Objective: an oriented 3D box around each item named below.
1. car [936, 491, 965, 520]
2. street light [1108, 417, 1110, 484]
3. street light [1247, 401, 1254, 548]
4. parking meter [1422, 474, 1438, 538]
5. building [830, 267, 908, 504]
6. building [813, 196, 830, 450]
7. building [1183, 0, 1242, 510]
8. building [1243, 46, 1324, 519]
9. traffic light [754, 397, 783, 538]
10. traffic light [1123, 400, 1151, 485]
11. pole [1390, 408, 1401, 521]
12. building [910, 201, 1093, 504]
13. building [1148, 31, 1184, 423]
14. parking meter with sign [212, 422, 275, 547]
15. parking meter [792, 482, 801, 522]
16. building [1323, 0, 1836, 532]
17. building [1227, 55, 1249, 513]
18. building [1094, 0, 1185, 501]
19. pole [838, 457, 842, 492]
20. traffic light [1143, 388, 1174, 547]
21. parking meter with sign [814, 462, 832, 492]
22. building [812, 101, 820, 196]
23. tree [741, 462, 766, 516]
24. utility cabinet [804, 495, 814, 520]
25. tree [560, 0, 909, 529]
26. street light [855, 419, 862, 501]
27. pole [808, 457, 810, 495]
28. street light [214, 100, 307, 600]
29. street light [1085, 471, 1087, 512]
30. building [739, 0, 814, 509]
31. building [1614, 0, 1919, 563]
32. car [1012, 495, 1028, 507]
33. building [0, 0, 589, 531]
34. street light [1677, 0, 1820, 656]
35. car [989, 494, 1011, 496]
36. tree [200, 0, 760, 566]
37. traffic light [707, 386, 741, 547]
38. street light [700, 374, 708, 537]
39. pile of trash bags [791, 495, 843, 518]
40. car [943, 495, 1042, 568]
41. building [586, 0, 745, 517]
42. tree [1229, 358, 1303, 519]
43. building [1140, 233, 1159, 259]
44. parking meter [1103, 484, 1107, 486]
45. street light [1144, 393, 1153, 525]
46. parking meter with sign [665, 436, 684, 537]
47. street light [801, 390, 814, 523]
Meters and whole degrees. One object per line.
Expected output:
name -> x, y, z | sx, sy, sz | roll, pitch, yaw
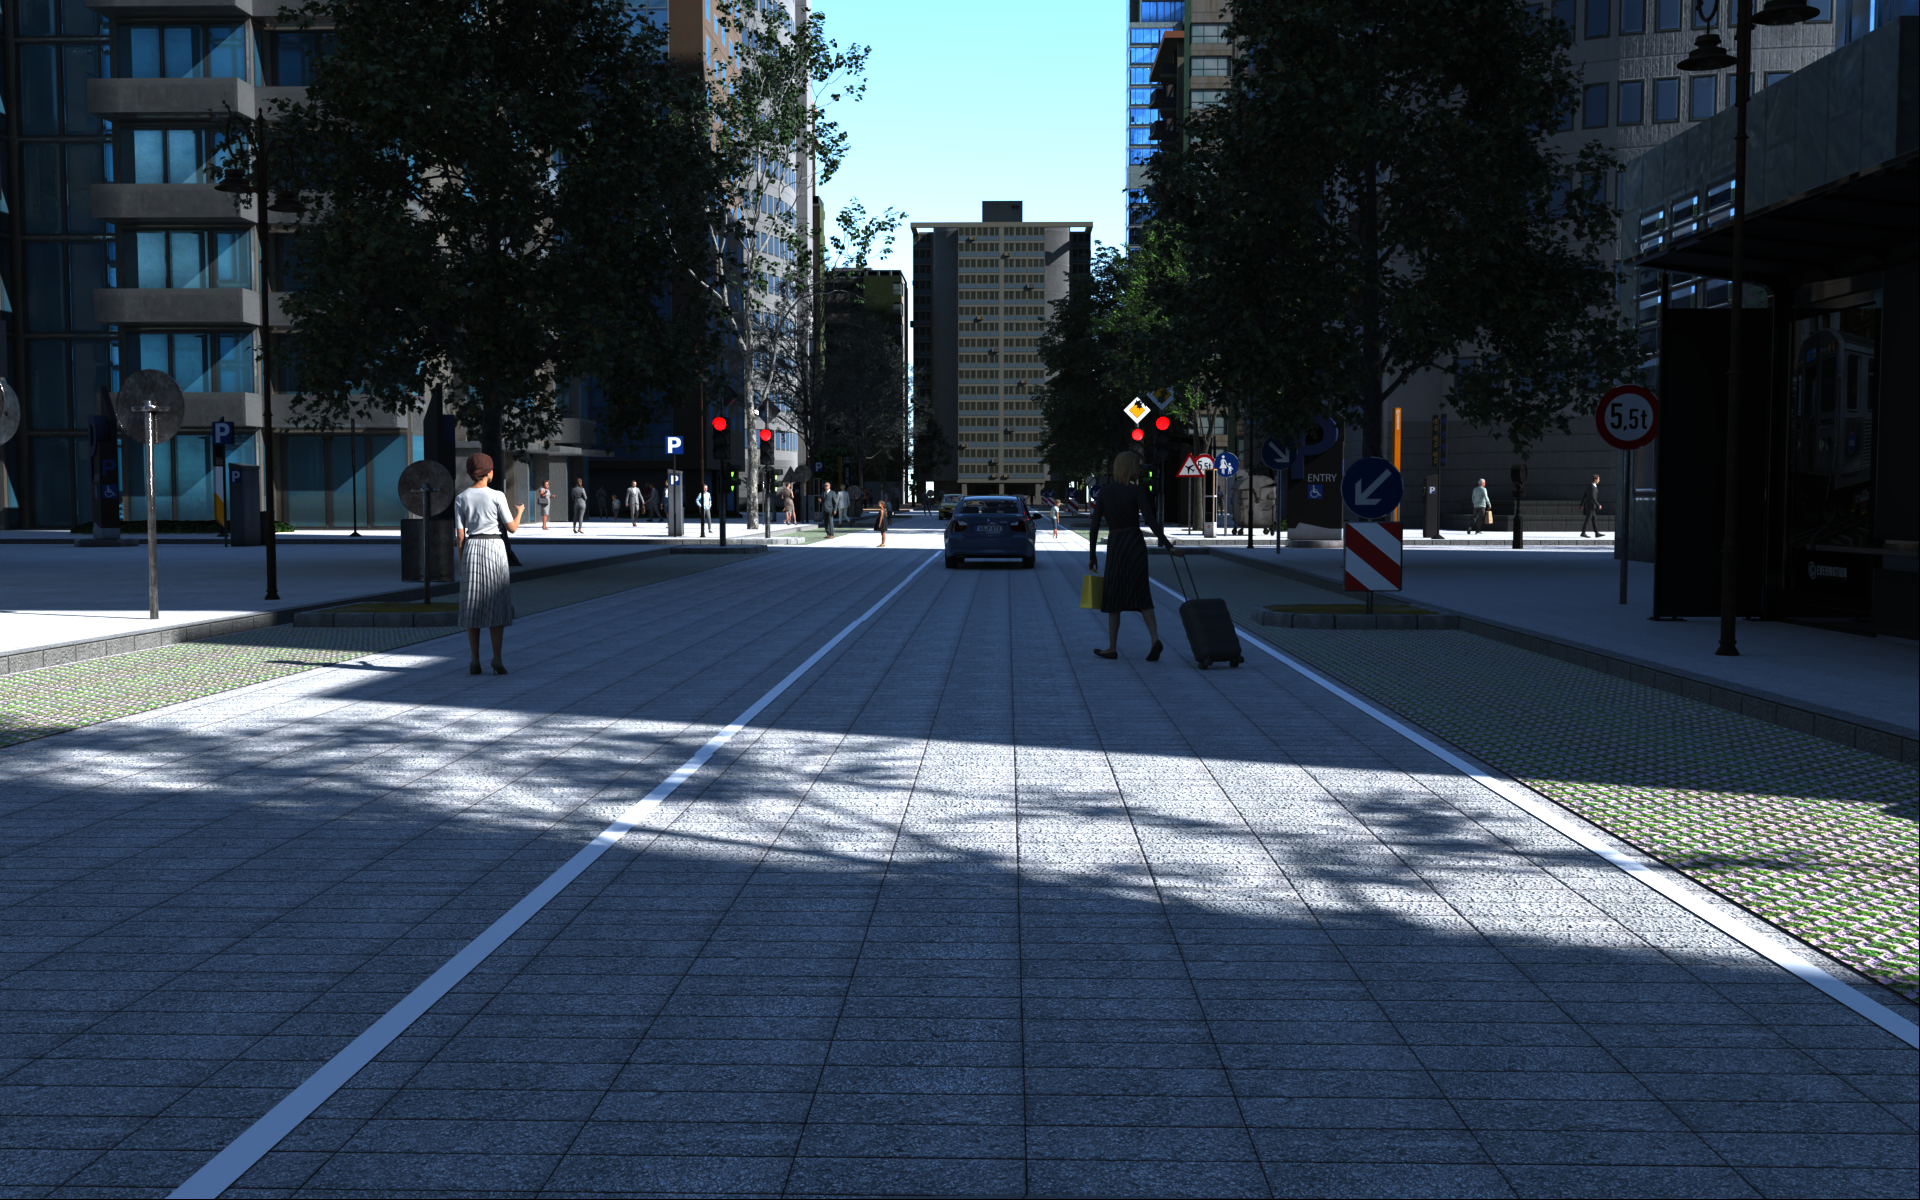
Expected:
car -> -0.325, -5.291, 96.738 | 2.015, 1.641, 3.980 | 0, 4, 1
street light -> 8.399, -7.640, 97.699 | 0.468, 5.910, 1.993 | 0, 4, 2
street light -> 6.862, -4.157, 40.752 | 0.468, 5.910, 1.993 | 0, 4, 2
parking meter -> 13.805, -2.763, 50.880 | 0.399, 1.863, 0.255 | 0, 4, -6
building -> -13.940, -27.657, 223.885 | 14.107, 30.474, 14.160 | 0, 4, 2
building -> -20.211, -23.820, 161.164 | 14.160, 30.474, 14.107 | 0, 4, 2
building -> 25.116, -28.037, 142.004 | 14.154, 41.232, 14.086 | 0, 4, 2
building -> 23.197, -27.046, 92.309 | 14.600, 45.320, 14.200 | 0, 4, 2
traffic light -> -5.575, -3.753, 50.278 | 0.839, 4.253, 0.868 | 0, 4, 2
traffic light -> 5.082, -3.736, 50.006 | 0.839, 4.253, 0.868 | 0, 4, 2
pole -> 10.322, -2.887, 41.040 | 0.158, 3.312, 0.155 | 0, 3, 0
building -> 5.595, -33.047, 232.199 | 23.993, 40.220, 32.217 | 0, 4, 2
building -> 29.262, -31.135, 163.685 | 22.147, 44.769, 28.867 | 0, 4, 2
parking meter with sign -> -17.546, -2.830, 42.539 | 0.543, 3.016, 1.738 | 1, 4, 12
parking meter -> -7.544, -4.534, 79.847 | 0.399, 1.863, 0.255 | -1, 4, -11
building -> 29.909, -32.080, 66.502 | 28.212, 58.520, 21.231 | 0, 4, 2
building -> 25.043, -21.149, 117.493 | 14.160, 30.474, 14.107 | 0, 4, 2
building -> 33.186, -55.785, 224.760 | 31.000, 86.520, 22.319 | 0, 4, 2
pole -> -6.529, -6.153, 94.450 | 0.158, 3.312, 0.155 | 0, 3, 0
traffic light -> 4.866, -3.248, 42.024 | 0.839, 4.253, 0.868 | 0, 4, 2
parking meter with sign -> -7.304, -6.014, 94.590 | 0.543, 3.016, 1.738 | 1, 4, 23
building -> -27.984, -32.303, 182.782 | 28.867, 44.769, 22.147 | 0, 4, 2
tree -> -12.020, -6.645, 103.244 | 1.663, 3.219, 1.824 | 0, 3, 0
utility cabinet -> -7.625, -4.597, 86.319 | 1.020, 1.237, 0.306 | -2, 4, -27
tree -> -8.225, -12.559, 61.231 | 12.611, 20.169, 13.585 | 0, 3, 0
street light -> -6.152, -8.062, 104.609 | 0.468, 5.910, 1.993 | 0, 4, 2
pole -> -8.399, -6.247, 95.981 | 0.158, 3.312, 0.155 | 0, 3, 0
street light -> -8.372, -2.943, 20.903 | 0.468, 5.910, 1.993 | 0, 4, 2
street light -> 9.084, -9.293, 124.721 | 0.468, 5.910, 1.993 | 0, 4, 2
building -> -23.900, -36.531, 139.279 | 21.231, 58.520, 28.212 | 0, 4, 2
building -> 23.664, -43.006, 15.823 | 22.319, 86.520, 31.000 | 0, 4, 2
car -> 6.284, -10.695, 187.224 | 2.083, 1.381, 4.827 | 0, 4, 2
building -> -28.423, -27.695, 72.420 | 23.786, 49.044, 30.456 | 0, 4, 2
street light -> 6.116, -2.498, 13.623 | 0.468, 5.910, 1.993 | 0, 4, 2
car -> 1.956, -4.711, 86.812 | 2.009, 1.686, 4.222 | 0, 4, 1
tree -> -8.264, -6.945, 30.552 | 9.611, 12.733, 9.660 | 0, 3, 0
traffic light -> -5.792, -3.265, 42.296 | 0.839, 4.253, 0.868 | 0, 4, 2
street light -> -7.611, -4.787, 51.056 | 0.468, 5.910, 1.993 | 0, 4, 2
pile of trash bags -> -7.880, -4.980, 91.172 | 1.912, 1.369, 3.447 | 3, 4, 38
car -> 0.643, -1.391, 34.738 | 2.014, 1.417, 4.499 | 0, 4, 3
building -> -20.825, -27.676, 102.611 | 14.600, 45.320, 14.200 | 0, 4, 2
tree -> 12.737, -7.323, 70.101 | 4.360, 8.622, 3.978 | 0, 3, 0
building -> 26.149, -25.319, 185.660 | 14.160, 30.474, 14.107 | 0, 4, 2
parking meter -> 8.153, -5.551, 96.474 | 0.255, 1.863, 0.399 | -3, 5, -43
street light -> 7.688, -6.025, 71.295 | 0.468, 5.910, 1.993 | 0, 4, 2
parking meter with sign -> -8.675, -3.463, 52.888 | 0.543, 3.016, 1.738 | 0, 4, -7
street light -> -6.847, -6.402, 77.458 | 0.468, 5.910, 1.993 | 0, 4, 2
